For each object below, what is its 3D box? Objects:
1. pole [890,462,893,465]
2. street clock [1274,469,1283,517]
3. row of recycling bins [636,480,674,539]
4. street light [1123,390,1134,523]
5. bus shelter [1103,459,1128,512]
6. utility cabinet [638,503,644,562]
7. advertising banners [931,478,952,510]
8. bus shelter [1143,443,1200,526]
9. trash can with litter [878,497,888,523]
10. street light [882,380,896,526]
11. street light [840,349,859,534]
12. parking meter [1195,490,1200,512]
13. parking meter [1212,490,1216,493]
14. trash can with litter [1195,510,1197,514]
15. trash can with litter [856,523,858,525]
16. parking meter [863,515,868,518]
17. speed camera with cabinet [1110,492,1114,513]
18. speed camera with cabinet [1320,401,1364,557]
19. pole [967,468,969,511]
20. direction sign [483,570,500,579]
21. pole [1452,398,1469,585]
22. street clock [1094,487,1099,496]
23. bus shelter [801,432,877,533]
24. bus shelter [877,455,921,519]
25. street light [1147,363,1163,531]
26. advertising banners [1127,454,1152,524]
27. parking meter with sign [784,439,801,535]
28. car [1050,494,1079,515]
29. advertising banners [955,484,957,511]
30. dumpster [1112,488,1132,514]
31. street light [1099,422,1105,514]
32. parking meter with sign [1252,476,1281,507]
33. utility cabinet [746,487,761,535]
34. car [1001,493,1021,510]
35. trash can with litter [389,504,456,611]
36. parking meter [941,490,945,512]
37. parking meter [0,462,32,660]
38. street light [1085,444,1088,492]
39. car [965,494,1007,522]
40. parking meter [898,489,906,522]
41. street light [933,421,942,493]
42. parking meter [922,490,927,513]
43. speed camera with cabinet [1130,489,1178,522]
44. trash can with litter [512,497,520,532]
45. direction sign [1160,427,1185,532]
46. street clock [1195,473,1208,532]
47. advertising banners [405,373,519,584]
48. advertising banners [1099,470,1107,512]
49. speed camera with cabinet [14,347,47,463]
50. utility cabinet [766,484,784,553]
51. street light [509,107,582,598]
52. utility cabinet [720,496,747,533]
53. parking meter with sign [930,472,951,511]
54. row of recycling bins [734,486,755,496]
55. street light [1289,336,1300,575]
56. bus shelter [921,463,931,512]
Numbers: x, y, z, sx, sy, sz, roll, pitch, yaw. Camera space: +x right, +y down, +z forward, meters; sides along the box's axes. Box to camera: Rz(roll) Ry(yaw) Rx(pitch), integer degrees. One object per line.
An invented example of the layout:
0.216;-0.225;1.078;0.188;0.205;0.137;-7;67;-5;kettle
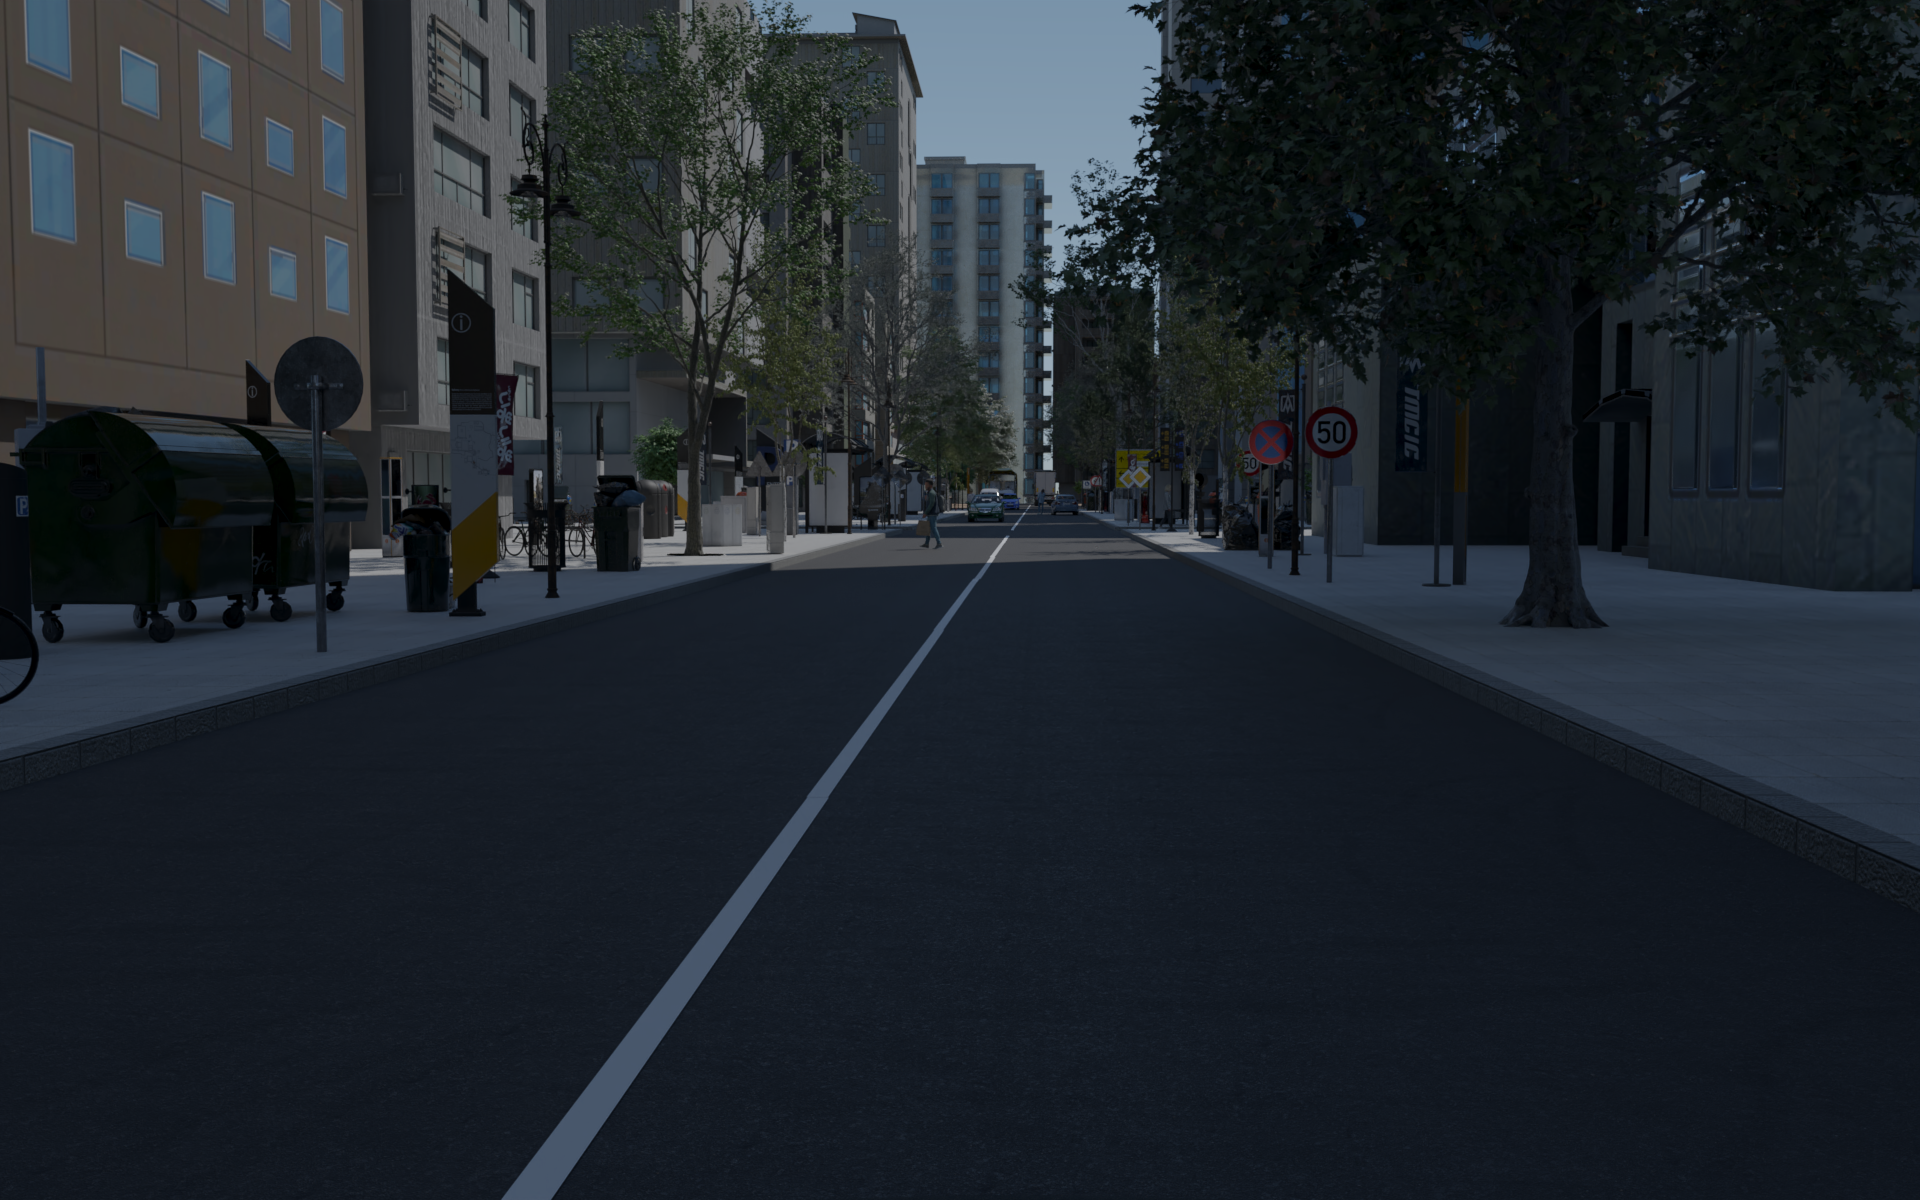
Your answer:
-4.207;-6.897;106.614;0.158;3.312;0.155;0;3;0;pole
9.277;-2.845;51.094;0.471;2.002;0.358;-1;4;-15;street clock
-9.062;-2.673;50.813;1.069;1.692;3.534;0;4;-1;row of recycling bins
7.537;-6.393;77.314;0.468;5.910;1.993;0;4;3;street light
10.785;-7.860;119.800;1.731;3.624;6.357;0;4;3;bus shelter
-6.209;-1.344;33.129;0.306;1.237;1.020;0;4;-8;utility cabinet
-1.489;-8.851;140.908;2.074;3.025;0.090;2;4;28;advertising banners
8.685;-4.731;71.275;2.014;3.302;5.546;0;4;3;bus shelter
-3.587;-4.033;77.333;1.055;1.170;0.624;0;4;3;trash can with litter
-2.875;-5.964;70.295;0.468;5.910;1.993;0;4;3;street light
-3.534;-5.040;55.184;0.468;5.910;1.993;0;4;3;street light
15.866;-6.548;115.466;0.372;1.533;0.369;0;3;0;parking meter
15.530;-5.935;105.444;0.372;1.533;0.369;0;3;0;parking meter
14.738;-6.269;113.563;2.233;1.210;1.678;0;4;4;trash can with litter
-5.102;-3.724;71.951;1.678;1.210;2.233;0;4;7;trash can with litter
-5.045;-5.202;93.462;0.372;1.533;0.369;0;3;0;parking meter
11.046;-7.403;115.379;2.038;3.252;0.660;0;4;-4;speed camera with cabinet
8.015;-2.567;36.302;0.660;3.252;2.038;0;4;2;speed camera with cabinet
0.638;-8.633;134.997;0.158;3.312;0.155;0;3;0;pole
-7.210;-2.098;26.303;0.379;3.537;0.876;0;4;4;direction sign
7.065;-1.869;24.400;0.158;3.312;0.155;0;3;0;pole
11.359;-8.538;144.167;0.358;2.002;0.471;-2;4;-31;street clock
-4.197;-3.986;59.092;2.014;3.302;5.546;0;4;3;bus shelter
-3.388;-5.974;91.598;2.014;3.302;5.546;0;4;3;bus shelter
6.799;-5.371;60.611;0.468;5.910;1.993;0;4;3;street light
8.095;-4.843;75.365;2.074;3.025;0.090;3;5;43;advertising banners
-5.332;-3.558;54.430;0.543;3.016;1.738;0;4;-1;parking meter with sign
7.144;-6.498;118.247;2.014;1.417;4.499;0;4;1;car
-0.299;-8.185;130.014;0.090;3.025;2.074;0;4;1;advertising banners
10.566;-6.533;112.575;1.264;1.857;1.865;0;4;2;dumpster
9.099;-8.446;110.880;0.468;5.910;1.993;0;4;3;street light
13.033;-4.818;75.038;1.738;3.016;0.543;1;4;18;parking meter with sign
-6.481;-2.793;54.337;0.318;1.500;1.173;0;4;1;utility cabinet
4.554;-9.037;157.349;1.945;1.707;3.694;0;4;1;car
-5.904;-0.475;19.147;0.624;1.170;1.055;-1;4;-8;trash can with litter
-1.249;-6.956;122.148;0.372;1.533;0.369;0;3;0;parking meter
-7.462;-0.312;13.506;0.372;1.533;0.369;0;3;0;parking meter
10.624;-10.488;144.259;0.468;5.910;1.993;0;4;3;street light
1.368;-4.771;89.800;2.131;1.459;4.920;0;4;3;car
-2.708;-4.421;80.701;0.372;1.533;0.369;0;3;0;parking meter
-1.344;-8.005;103.673;0.468;5.910;1.993;0;4;3;street light
-2.702;-7.558;131.983;0.372;1.533;0.369;0;3;0;parking meter
9.054;-5.244;80.078;2.038;3.252;0.660;0;4;-3;speed camera with cabinet
-15.845;-2.880;58.143;2.233;1.210;1.678;0;4;7;trash can with litter
7.216;-4.093;58.919;0.876;3.537;0.379;2;4;30;direction sign
8.232;-3.345;59.260;0.358;2.002;0.471;-3;5;-43;street clock
-7.014;-1.736;24.579;0.090;3.025;2.074;2;4;33;advertising banners
10.465;-7.854;124.597;0.090;3.025;2.074;2;4;30;advertising banners
-12.857;-1.746;22.880;2.038;3.252;0.660;-2;4;-33;speed camera with cabinet
-4.003;-1.754;37.357;0.318;1.500;1.173;-1;4;-10;utility cabinet
-5.037;-2.963;21.226;0.468;5.910;1.993;0;4;3;street light
-7.348;-2.788;56.743;1.020;1.237;0.306;2;4;31;utility cabinet
-1.622;-8.679;138.163;1.738;3.016;0.543;0;4;7;parking meter with sign
-14.055;-6.282;109.821;3.534;1.692;1.069;1;4;14;row of recycling bins
5.297;-3.330;27.231;0.468;5.910;1.993;0;4;3;street light
-2.976;-6.982;108.087;2.014;3.302;5.546;0;4;3;bus shelter
